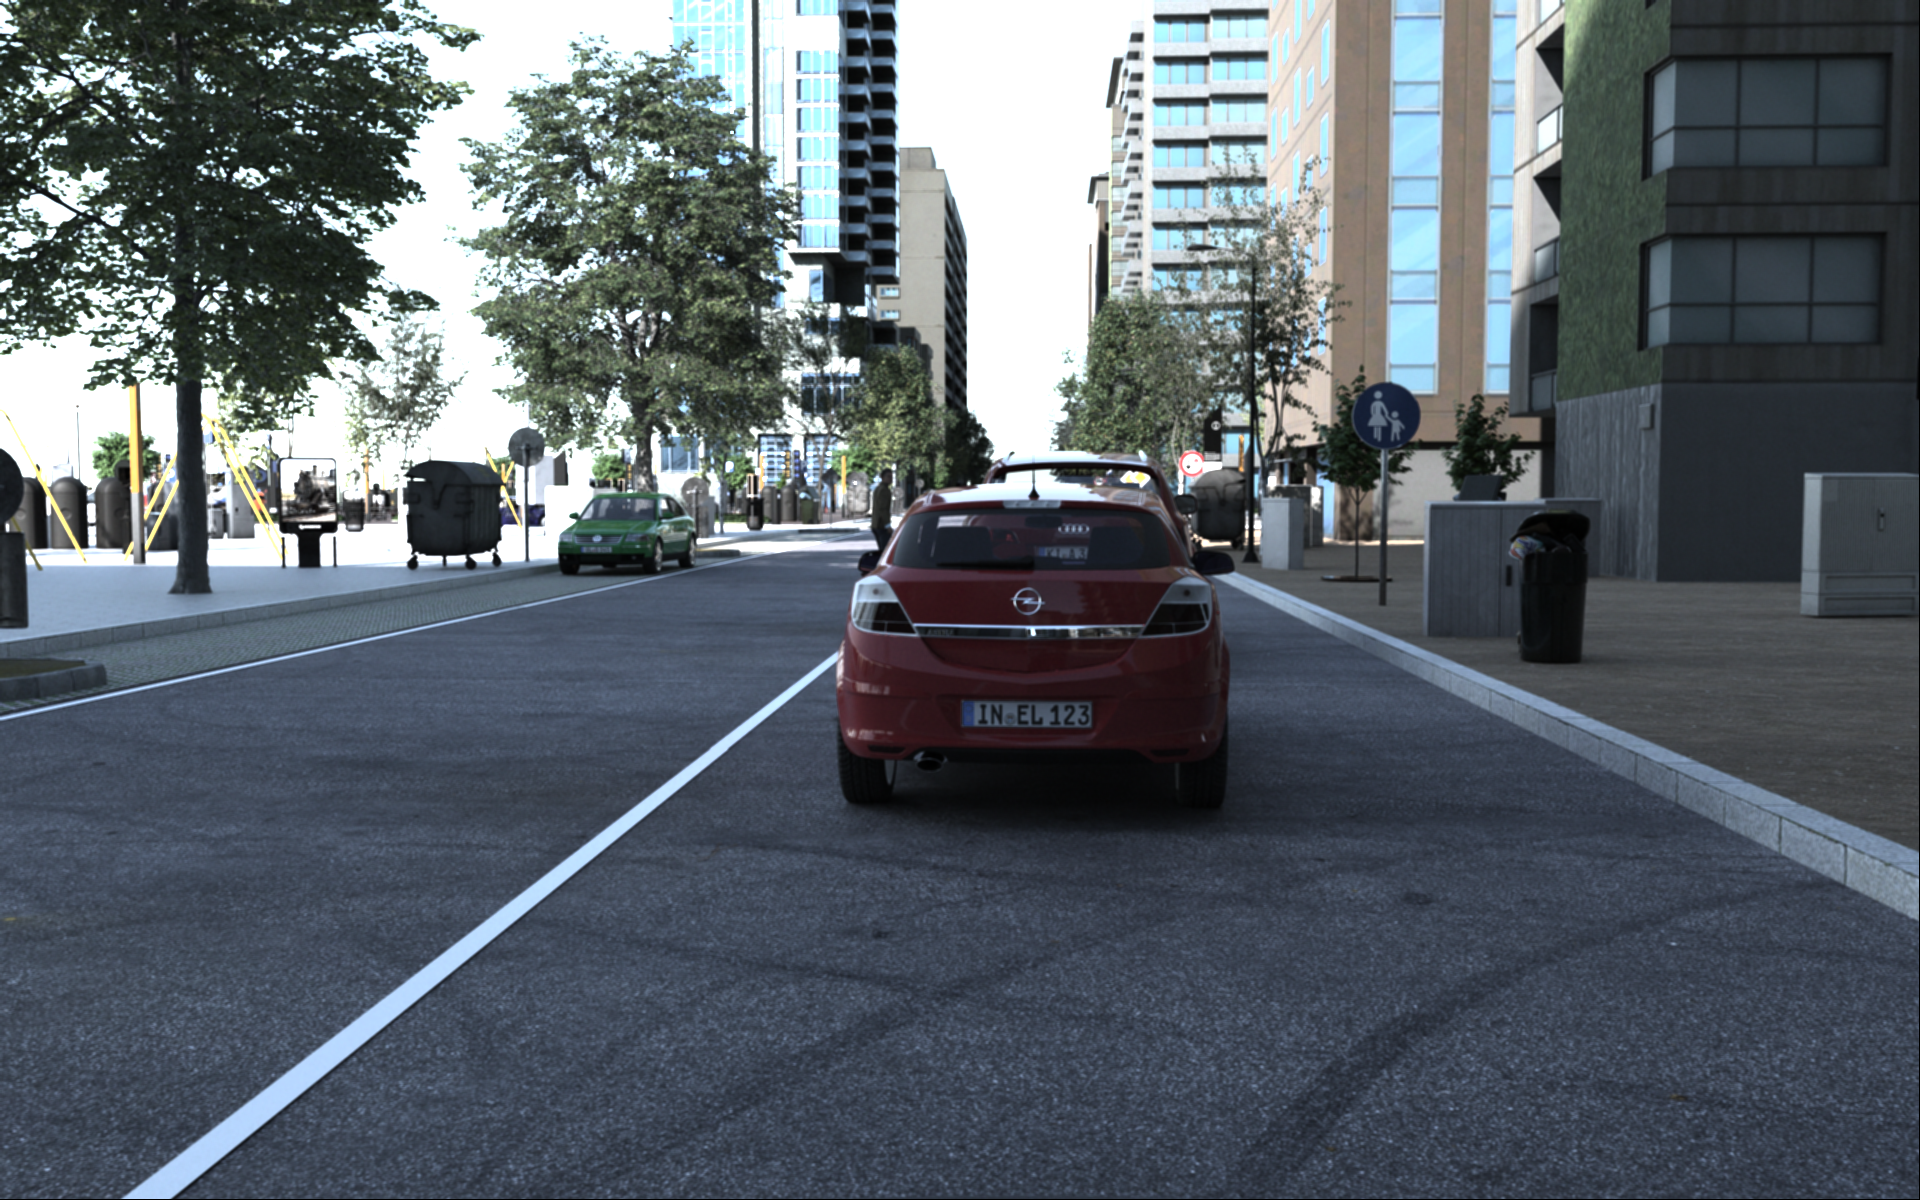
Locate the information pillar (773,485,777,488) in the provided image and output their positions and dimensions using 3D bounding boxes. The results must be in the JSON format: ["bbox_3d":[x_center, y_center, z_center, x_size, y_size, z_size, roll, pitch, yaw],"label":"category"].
[{"bbox_3d":[-15.404,-8.540,144.114,0.304,2.012,0.304,0,4,1],"label":"information pillar"}]

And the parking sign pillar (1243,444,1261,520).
[{"bbox_3d":[14.121,-5.932,85.459,1.447,3.967,1.447,2,4,25],"label":"parking sign pillar"}]

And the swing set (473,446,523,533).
[{"bbox_3d":[-15.240,-3.689,57.937,2.862,2.851,3.119,1,4,11],"label":"swing set"}]

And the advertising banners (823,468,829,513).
[{"bbox_3d":[-8.918,-7.297,115.497,0.090,3.025,2.074,-1,4,-15],"label":"advertising banners"}]

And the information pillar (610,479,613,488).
[{"bbox_3d":[-16.975,-4.852,83.830,0.304,2.012,0.304,0,4,-7],"label":"information pillar"}]

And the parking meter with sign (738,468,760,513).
[{"bbox_3d":[-14.223,-7.373,116.815,0.543,3.016,1.738,3,5,44],"label":"parking meter with sign"}]

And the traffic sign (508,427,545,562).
[{"bbox_3d":[-8.232,-2.003,32.862,0.768,2.556,0.104,1,4,12],"label":"traffic sign"}]

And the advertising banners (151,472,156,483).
[{"bbox_3d":[-64.243,-8.574,136.371,2.074,3.025,0.090,0,4,-3],"label":"advertising banners"}]

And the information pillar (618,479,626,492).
[{"bbox_3d":[-16.442,-4.891,84.456,0.304,2.012,0.304,1,4,17],"label":"information pillar"}]

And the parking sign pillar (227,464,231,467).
[{"bbox_3d":[-60.929,-9.607,145.547,1.447,3.967,1.447,-3,4,-36],"label":"parking sign pillar"}]

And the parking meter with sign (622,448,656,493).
[{"bbox_3d":[-11.879,-4.236,65.517,1.738,3.016,0.543,1,4,20],"label":"parking meter with sign"}]

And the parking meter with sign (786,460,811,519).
[{"bbox_3d":[-8.618,-5.708,89.584,0.543,3.016,1.738,-3,5,-43],"label":"parking meter with sign"}]

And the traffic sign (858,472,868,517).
[{"bbox_3d":[-5.589,-6.021,98.554,0.768,2.556,0.104,1,4,10],"label":"traffic sign"}]

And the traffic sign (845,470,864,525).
[{"bbox_3d":[-4.429,-4.218,72.614,0.795,2.450,0.064,0,4,3],"label":"traffic sign"}]

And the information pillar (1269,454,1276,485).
[{"bbox_3d":[15.266,-5.679,84.205,0.504,3.616,0.183,2,4,28],"label":"information pillar"}]

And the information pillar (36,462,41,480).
[{"bbox_3d":[-66.717,-8.201,125.435,0.183,3.616,0.504,0,4,5],"label":"information pillar"}]

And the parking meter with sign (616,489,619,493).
[{"bbox_3d":[-29.344,-9.285,148.064,0.543,3.016,1.738,1,4,18],"label":"parking meter with sign"}]

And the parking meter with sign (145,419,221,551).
[{"bbox_3d":[-17.898,-2.658,39.719,0.543,3.016,1.738,1,4,18],"label":"parking meter with sign"}]

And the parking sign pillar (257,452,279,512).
[{"bbox_3d":[-39.723,-6.886,101.057,1.447,3.967,1.447,1,4,13],"label":"parking sign pillar"}]

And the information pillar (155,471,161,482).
[{"bbox_3d":[-60.796,-8.562,131.335,0.504,3.616,0.183,1,4,23],"label":"information pillar"}]

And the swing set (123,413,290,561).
[{"bbox_3d":[-15.081,-2.273,34.788,2.862,2.851,3.119,-1,4,-19],"label":"swing set"}]

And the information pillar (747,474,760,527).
[{"bbox_3d":[-7.659,-3.647,64.115,0.304,2.012,0.304,-3,5,-43],"label":"information pillar"}]

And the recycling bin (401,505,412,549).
[{"bbox_3d":[-12.666,-1.729,40.826,0.722,1.027,0.722,1,4,14],"label":"recycling bin"}]

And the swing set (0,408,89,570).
[{"bbox_3d":[-17.200,-1.999,30.312,2.862,2.851,3.119,-1,4,-13],"label":"swing set"}]

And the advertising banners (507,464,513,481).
[{"bbox_3d":[-25.937,-6.451,101.661,0.090,3.025,2.074,1,4,20],"label":"advertising banners"}]

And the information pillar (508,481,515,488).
[{"bbox_3d":[-25.074,-5.647,96.822,0.304,2.012,0.304,-3,5,-43],"label":"information pillar"}]

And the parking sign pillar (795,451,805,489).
[{"bbox_3d":[-10.140,-7.380,109.130,1.447,3.967,1.447,-1,4,-19],"label":"parking sign pillar"}]

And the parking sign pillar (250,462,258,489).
[{"bbox_3d":[-55.636,-9.123,137.627,1.447,3.967,1.447,-2,4,-27],"label":"parking sign pillar"}]

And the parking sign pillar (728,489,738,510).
[{"bbox_3d":[-18.949,-9.428,142.615,1.447,3.967,1.447,1,4,11],"label":"parking sign pillar"}]

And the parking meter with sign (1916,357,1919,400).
[{"bbox_3d":[12.824,-1.539,21.429,0.543,3.016,1.738,-2,4,-35],"label":"parking meter with sign"}]

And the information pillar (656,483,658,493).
[{"bbox_3d":[-19.441,-6.481,110.448,0.304,2.012,0.304,2,4,27],"label":"information pillar"}]

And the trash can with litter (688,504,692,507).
[{"bbox_3d":[-17.671,-6.178,112.062,1.678,1.210,2.233,0,4,4],"label":"trash can with litter"}]

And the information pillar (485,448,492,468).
[{"bbox_3d":[-23.271,-5.757,85.475,0.504,3.616,0.183,3,5,42],"label":"information pillar"}]

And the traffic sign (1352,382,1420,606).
[{"bbox_3d":[4.866,-1.208,19.858,0.768,2.556,0.104,0,4,6],"label":"traffic sign"}]

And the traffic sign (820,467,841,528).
[{"bbox_3d":[-4.818,-3.731,64.638,0.795,2.450,0.064,0,4,3],"label":"traffic sign"}]

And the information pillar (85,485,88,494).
[{"bbox_3d":[-69.523,-8.146,137.684,0.304,2.012,0.304,3,5,44],"label":"information pillar"}]

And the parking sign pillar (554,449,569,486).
[{"bbox_3d":[-24.323,-7.112,104.755,1.447,3.967,1.447,1,4,17],"label":"parking sign pillar"}]

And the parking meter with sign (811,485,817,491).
[{"bbox_3d":[-12.024,-8.854,141.017,0.543,3.016,1.738,3,5,41],"label":"parking meter with sign"}]

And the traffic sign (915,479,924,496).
[{"bbox_3d":[-3.357,-8.796,143.918,0.768,2.556,0.104,0,4,5],"label":"traffic sign"}]

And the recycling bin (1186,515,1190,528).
[{"bbox_3d":[8.339,-3.176,64.481,0.722,1.027,0.722,1,4,18],"label":"recycling bin"}]

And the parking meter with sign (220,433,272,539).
[{"bbox_3d":[-20.583,-3.253,49.444,1.738,3.016,0.543,-3,5,-44],"label":"parking meter with sign"}]

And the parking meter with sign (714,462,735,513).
[{"bbox_3d":[-12.862,-5.921,93.061,0.543,3.016,1.738,2,4,31],"label":"parking meter with sign"}]

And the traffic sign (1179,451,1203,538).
[{"bbox_3d":[6.829,-3.111,50.965,0.768,2.556,0.104,0,4,8],"label":"traffic sign"}]

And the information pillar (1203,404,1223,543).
[{"bbox_3d":[6.627,-3.303,45.362,0.504,3.616,0.183,1,4,19],"label":"information pillar"}]

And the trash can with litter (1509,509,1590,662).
[{"bbox_3d":[4.522,-0.128,13.488,0.624,1.170,1.055,1,4,9],"label":"trash can with litter"}]

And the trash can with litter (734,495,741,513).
[{"bbox_3d":[-13.821,-6.138,111.406,2.233,1.210,1.678,-3,5,-44],"label":"trash can with litter"}]
